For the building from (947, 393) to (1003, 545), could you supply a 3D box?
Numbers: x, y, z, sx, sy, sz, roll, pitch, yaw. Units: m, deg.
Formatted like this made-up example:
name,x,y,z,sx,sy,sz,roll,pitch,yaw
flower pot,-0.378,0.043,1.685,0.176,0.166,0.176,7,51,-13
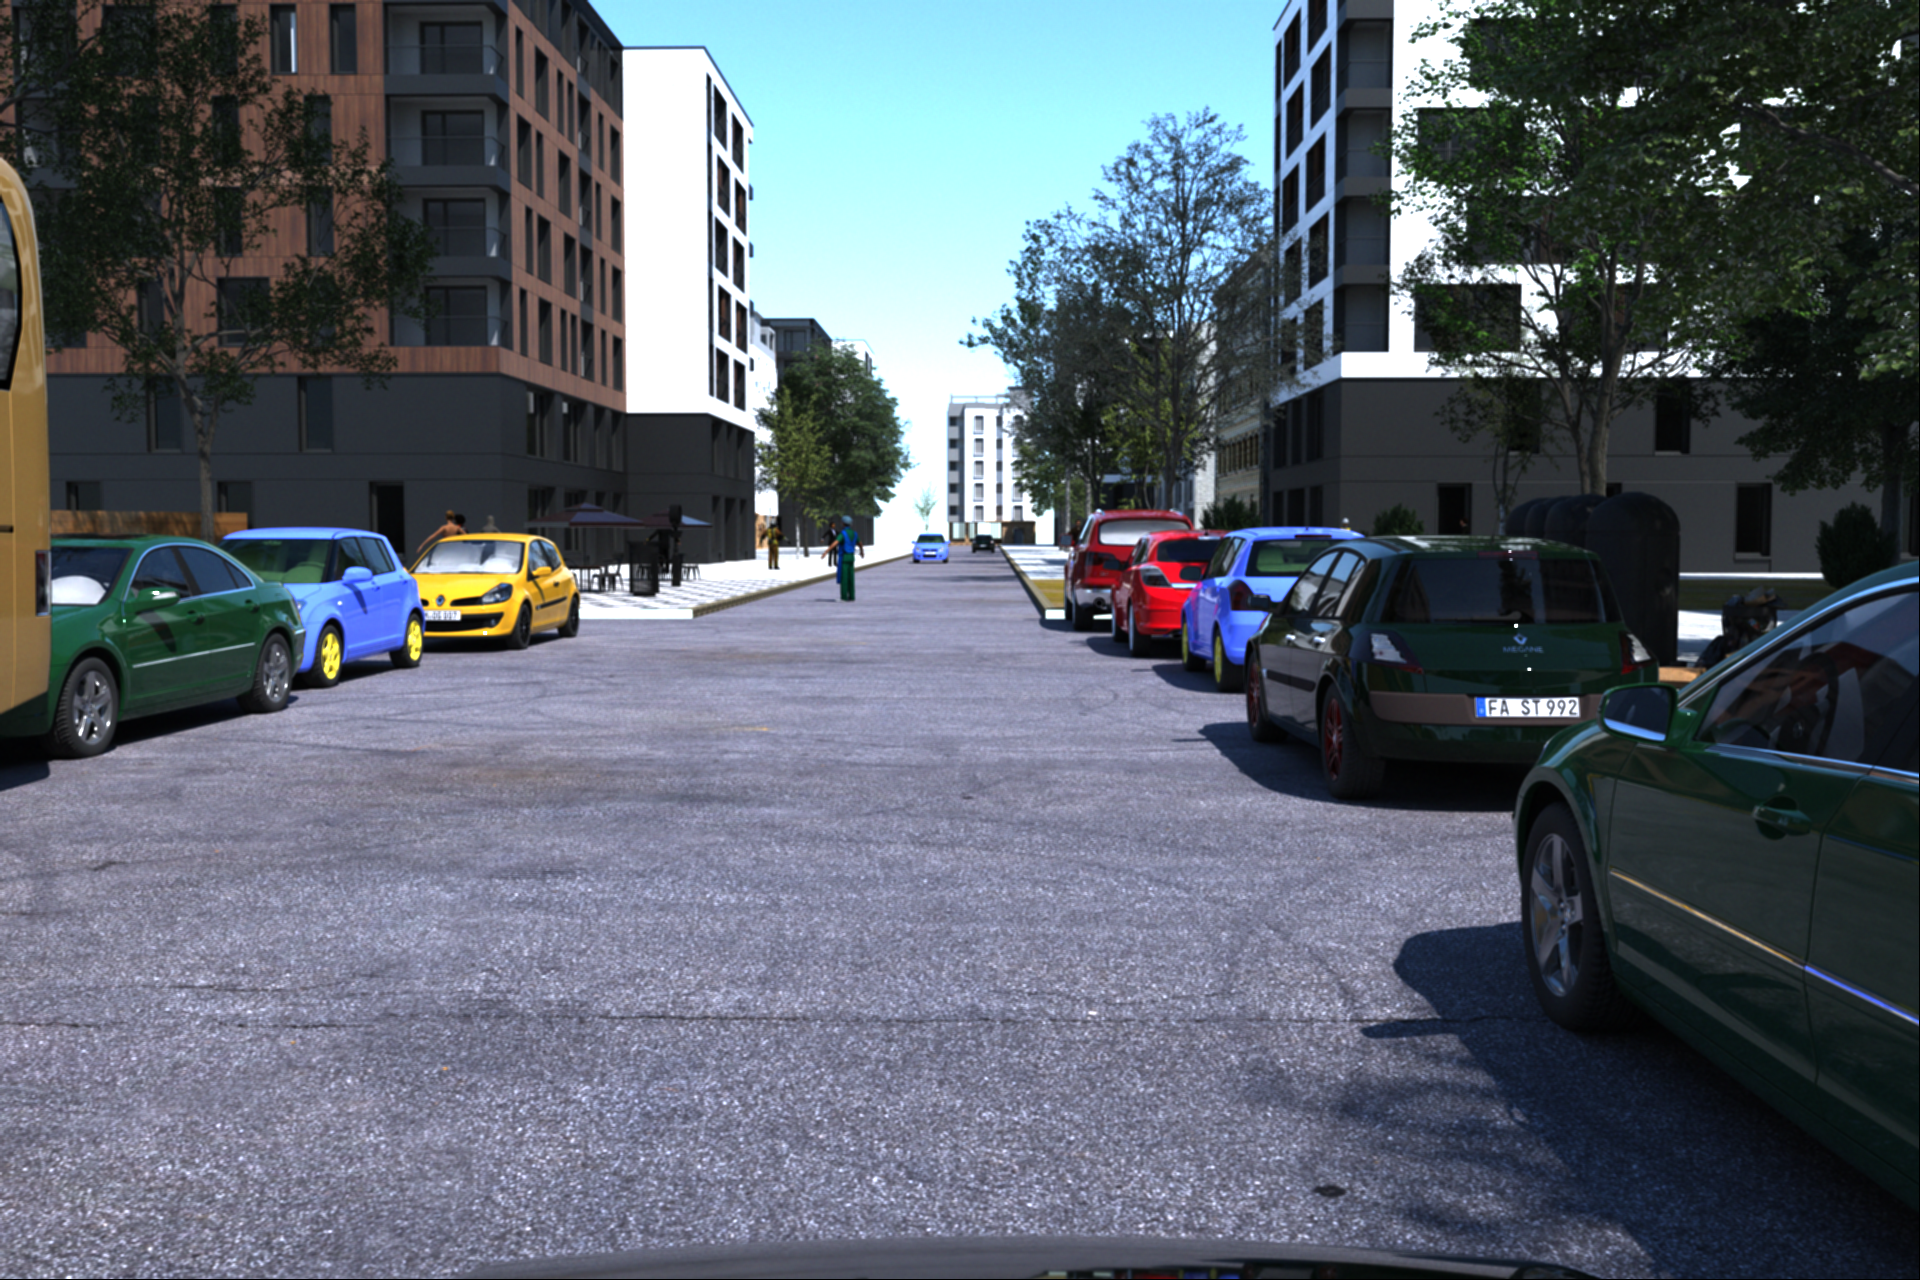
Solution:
name,x,y,z,sx,sy,sz,roll,pitch,yaw
building,-1.313,-22.361,224.472,11.380,20.090,16.016,0,4,-5

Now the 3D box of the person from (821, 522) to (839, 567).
name,x,y,z,sx,sy,sz,roll,pitch,yaw
person,-4.924,-3.728,67.675,1.216,1.740,0.721,-3,4,-36

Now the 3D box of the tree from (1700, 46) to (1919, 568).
name,x,y,z,sx,sy,sz,roll,pitch,yaw
tree,23.619,-8.390,43.829,9.857,13.997,8.962,0,3,0

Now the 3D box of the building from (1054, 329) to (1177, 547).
name,x,y,z,sx,sy,sz,roll,pitch,yaw
building,24.104,-21.102,188.985,27.936,21.610,32.646,0,4,1

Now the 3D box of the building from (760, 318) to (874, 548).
name,x,y,z,sx,sy,sz,roll,pitch,yaw
building,-23.992,-20.579,180.438,27.936,21.610,32.646,0,4,1

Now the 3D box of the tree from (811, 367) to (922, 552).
name,x,y,z,sx,sy,sz,roll,pitch,yaw
tree,-7.792,-13.282,127.529,12.009,13.543,11.850,0,3,0

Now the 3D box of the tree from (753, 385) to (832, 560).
name,x,y,z,sx,sy,sz,roll,pitch,yaw
tree,-8.001,-8.229,84.907,4.737,8.622,4.395,0,3,0

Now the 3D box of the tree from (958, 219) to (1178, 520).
name,x,y,z,sx,sy,sz,roll,pitch,yaw
tree,6.731,-15.236,105.003,12.611,20.169,13.585,0,3,0

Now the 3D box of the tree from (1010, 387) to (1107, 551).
name,x,y,z,sx,sy,sz,roll,pitch,yaw
tree,7.459,-13.194,133.842,7.486,12.596,7.792,0,3,0

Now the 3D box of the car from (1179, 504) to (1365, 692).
name,x,y,z,sx,sy,sz,roll,pitch,yaw
car,3.170,-0.453,16.995,1.945,1.707,3.694,0,3,0

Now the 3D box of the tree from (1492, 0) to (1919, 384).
name,x,y,z,sx,sy,sz,roll,pitch,yaw
tree,8.673,-5.931,15.101,7.486,12.596,7.792,0,3,0

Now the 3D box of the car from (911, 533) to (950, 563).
name,x,y,z,sx,sy,sz,roll,pitch,yaw
car,-1.440,-4.676,86.036,1.945,1.707,3.694,0,4,1

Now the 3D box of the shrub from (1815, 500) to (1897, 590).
name,x,y,z,sx,sy,sz,roll,pitch,yaw
shrub,19.387,-2.023,37.496,1.690,2.028,1.600,0,3,0

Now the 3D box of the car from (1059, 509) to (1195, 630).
name,x,y,z,sx,sy,sz,roll,pitch,yaw
car,2.719,-1.137,27.270,2.281,1.827,5.304,0,4,1

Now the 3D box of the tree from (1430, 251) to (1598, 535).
name,x,y,z,sx,sy,sz,roll,pitch,yaw
tree,13.641,-5.739,44.194,4.360,8.622,3.978,0,3,0

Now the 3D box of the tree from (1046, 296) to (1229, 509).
name,x,y,z,sx,sy,sz,roll,pitch,yaw
tree,6.924,-8.182,68.187,7.601,10.594,8.767,-1,4,-15

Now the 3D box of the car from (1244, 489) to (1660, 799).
name,x,y,z,sx,sy,sz,roll,pitch,yaw
car,2.866,-0.059,10.745,2.009,1.686,4.222,0,4,0

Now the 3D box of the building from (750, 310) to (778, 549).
name,x,y,z,sx,sy,sz,roll,pitch,yaw
building,-22.125,-17.821,147.793,16.016,20.090,11.380,0,4,1

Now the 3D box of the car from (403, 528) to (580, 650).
name,x,y,z,sx,sy,sz,roll,pitch,yaw
car,-6.201,-0.760,22.649,2.015,1.641,3.980,0,4,1

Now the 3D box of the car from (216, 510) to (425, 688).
name,x,y,z,sx,sy,sz,roll,pitch,yaw
car,-6.668,-0.467,17.234,1.945,1.707,3.694,0,4,1

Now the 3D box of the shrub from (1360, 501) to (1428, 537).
name,x,y,z,sx,sy,sz,roll,pitch,yaw
shrub,10.494,-2.300,41.641,1.661,2.075,1.752,0,3,0

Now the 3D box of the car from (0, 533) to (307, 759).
name,x,y,z,sx,sy,sz,roll,pitch,yaw
car,-6.425,-0.048,12.577,2.131,1.459,4.920,0,4,1

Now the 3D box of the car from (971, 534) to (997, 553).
name,x,y,z,sx,sy,sz,roll,pitch,yaw
car,1.798,-7.473,131.978,2.009,1.686,4.222,0,4,1

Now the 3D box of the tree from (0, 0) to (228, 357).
name,x,y,z,sx,sy,sz,roll,pitch,yaw
tree,-12.601,-5.166,18.881,8.767,10.594,7.601,-2,4,-25

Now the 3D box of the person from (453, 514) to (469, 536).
name,x,y,z,sx,sy,sz,roll,pitch,yaw
person,-13.836,-2.546,47.764,0.704,1.843,1.345,1,4,18

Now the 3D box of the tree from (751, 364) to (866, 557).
name,x,y,z,sx,sy,sz,roll,pitch,yaw
tree,-8.840,-9.864,95.684,7.601,10.594,8.767,-1,4,-13

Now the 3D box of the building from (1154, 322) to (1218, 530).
name,x,y,z,sx,sy,sz,roll,pitch,yaw
building,27.187,-17.522,152.950,16.747,18.905,31.486,0,4,1

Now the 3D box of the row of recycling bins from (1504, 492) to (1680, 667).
name,x,y,z,sx,sy,sz,roll,pitch,yaw
row of recycling bins,6.580,-0.687,18.349,1.069,1.692,3.534,0,4,1

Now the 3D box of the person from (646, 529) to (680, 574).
name,x,y,z,sx,sy,sz,roll,pitch,yaw
person,-9.570,-3.053,55.850,1.347,1.837,0.705,-3,5,-40

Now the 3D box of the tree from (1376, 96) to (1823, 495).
name,x,y,z,sx,sy,sz,roll,pitch,yaw
tree,12.868,-6.163,35.173,8.767,10.594,7.601,1,4,10

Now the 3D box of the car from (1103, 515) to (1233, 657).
name,x,y,z,sx,sy,sz,roll,pitch,yaw
car,2.898,-0.774,21.693,2.155,1.783,4.494,0,4,1

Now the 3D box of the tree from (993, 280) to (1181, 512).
name,x,y,z,sx,sy,sz,roll,pitch,yaw
tree,6.532,-10.558,82.997,12.009,13.543,11.850,0,3,0

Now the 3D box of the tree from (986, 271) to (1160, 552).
name,x,y,z,sx,sy,sz,roll,pitch,yaw
tree,8.880,-16.174,120.337,12.611,20.169,13.585,0,3,0

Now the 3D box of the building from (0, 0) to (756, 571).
name,x,y,z,sx,sy,sz,roll,pitch,yaw
building,-24.669,-13.895,71.155,27.936,21.610,32.646,0,4,1

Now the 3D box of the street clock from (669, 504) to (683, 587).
name,x,y,z,sx,sy,sz,roll,pitch,yaw
street clock,-6.958,-2.313,42.392,0.358,2.002,0.471,0,4,3

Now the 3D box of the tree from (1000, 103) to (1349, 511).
name,x,y,z,sx,sy,sz,roll,pitch,yaw
tree,6.125,-8.533,49.886,12.009,13.543,11.850,0,3,0

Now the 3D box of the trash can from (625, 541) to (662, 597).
name,x,y,z,sx,sy,sz,roll,pitch,yaw
trash can,-6.513,-1.472,35.716,0.748,1.137,0.748,0,3,0

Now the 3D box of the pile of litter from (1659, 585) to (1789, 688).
name,x,y,z,sx,sy,sz,roll,pitch,yaw
pile of litter,6.357,-0.024,14.354,1.176,0.858,1.719,0,4,1

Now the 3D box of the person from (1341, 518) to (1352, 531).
name,x,y,z,sx,sy,sz,roll,pitch,yaw
person,12.054,-2.920,54.213,1.216,1.772,0.721,1,4,14

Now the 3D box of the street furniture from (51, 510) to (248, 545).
name,x,y,z,sx,sy,sz,roll,pitch,yaw
street furniture,-16.449,-1.759,35.620,9.812,1.723,11.010,2,4,25

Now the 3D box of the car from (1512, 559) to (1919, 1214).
name,x,y,z,sx,sy,sz,roll,pitch,yaw
car,2.610,0.501,3.603,2.131,1.459,4.920,0,4,1

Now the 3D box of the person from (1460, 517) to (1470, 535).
name,x,y,z,sx,sy,sz,roll,pitch,yaw
person,15.920,-2.974,54.820,0.705,1.806,1.347,2,4,26

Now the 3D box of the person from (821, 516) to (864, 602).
name,x,y,z,sx,sy,sz,roll,pitch,yaw
person,-2.421,-1.713,36.597,0.704,1.817,1.347,3,4,36

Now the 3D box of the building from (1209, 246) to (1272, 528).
name,x,y,z,sx,sy,sz,roll,pitch,yaw
building,25.587,-16.572,101.883,19.493,23.208,18.063,0,4,1

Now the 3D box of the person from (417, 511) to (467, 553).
name,x,y,z,sx,sy,sz,roll,pitch,yaw
person,-9.848,-1.624,33.357,1.217,1.733,0.721,-3,4,-37

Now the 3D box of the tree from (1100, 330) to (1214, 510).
name,x,y,z,sx,sy,sz,roll,pitch,yaw
tree,6.517,-6.634,58.827,4.737,8.622,4.395,0,3,0

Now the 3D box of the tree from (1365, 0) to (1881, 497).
name,x,y,z,sx,sy,sz,roll,pitch,yaw
tree,9.637,-6.114,25.712,9.928,11.665,9.643,0,3,0

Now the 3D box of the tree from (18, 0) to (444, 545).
name,x,y,z,sx,sy,sz,roll,pitch,yaw
tree,-12.398,-5.772,28.790,8.767,10.594,7.601,0,4,5

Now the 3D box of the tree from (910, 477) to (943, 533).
name,x,y,z,sx,sy,sz,roll,pitch,yaw
tree,-3.901,-16.604,221.843,4.360,8.622,3.978,0,3,0

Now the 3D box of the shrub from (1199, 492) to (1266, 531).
name,x,y,z,sx,sy,sz,roll,pitch,yaw
shrub,5.099,-1.750,32.657,1.661,2.075,1.752,0,3,0

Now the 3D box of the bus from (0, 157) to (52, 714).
name,x,y,z,sx,sy,sz,roll,pitch,yaw
bus,-6.511,-0.743,3.692,2.896,3.916,12.252,0,4,1

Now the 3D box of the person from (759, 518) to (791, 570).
name,x,y,z,sx,sy,sz,roll,pitch,yaw
person,-6.748,-3.486,62.760,1.354,1.858,0.705,2,4,29

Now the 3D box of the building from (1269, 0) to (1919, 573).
name,x,y,z,sx,sy,sz,roll,pitch,yaw
building,26.602,-13.978,72.507,27.936,21.610,32.646,0,4,1

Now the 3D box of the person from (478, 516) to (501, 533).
name,x,y,z,sx,sy,sz,roll,pitch,yaw
person,-13.530,-2.683,49.997,1.348,1.813,0.705,1,4,15

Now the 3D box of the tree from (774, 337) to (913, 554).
name,x,y,z,sx,sy,sz,roll,pitch,yaw
tree,-7.552,-12.538,111.645,9.857,13.997,8.962,0,3,0

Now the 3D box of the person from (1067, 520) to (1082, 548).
name,x,y,z,sx,sy,sz,roll,pitch,yaw
person,4.342,-3.513,63.571,1.346,1.812,0.704,-1,4,-14
